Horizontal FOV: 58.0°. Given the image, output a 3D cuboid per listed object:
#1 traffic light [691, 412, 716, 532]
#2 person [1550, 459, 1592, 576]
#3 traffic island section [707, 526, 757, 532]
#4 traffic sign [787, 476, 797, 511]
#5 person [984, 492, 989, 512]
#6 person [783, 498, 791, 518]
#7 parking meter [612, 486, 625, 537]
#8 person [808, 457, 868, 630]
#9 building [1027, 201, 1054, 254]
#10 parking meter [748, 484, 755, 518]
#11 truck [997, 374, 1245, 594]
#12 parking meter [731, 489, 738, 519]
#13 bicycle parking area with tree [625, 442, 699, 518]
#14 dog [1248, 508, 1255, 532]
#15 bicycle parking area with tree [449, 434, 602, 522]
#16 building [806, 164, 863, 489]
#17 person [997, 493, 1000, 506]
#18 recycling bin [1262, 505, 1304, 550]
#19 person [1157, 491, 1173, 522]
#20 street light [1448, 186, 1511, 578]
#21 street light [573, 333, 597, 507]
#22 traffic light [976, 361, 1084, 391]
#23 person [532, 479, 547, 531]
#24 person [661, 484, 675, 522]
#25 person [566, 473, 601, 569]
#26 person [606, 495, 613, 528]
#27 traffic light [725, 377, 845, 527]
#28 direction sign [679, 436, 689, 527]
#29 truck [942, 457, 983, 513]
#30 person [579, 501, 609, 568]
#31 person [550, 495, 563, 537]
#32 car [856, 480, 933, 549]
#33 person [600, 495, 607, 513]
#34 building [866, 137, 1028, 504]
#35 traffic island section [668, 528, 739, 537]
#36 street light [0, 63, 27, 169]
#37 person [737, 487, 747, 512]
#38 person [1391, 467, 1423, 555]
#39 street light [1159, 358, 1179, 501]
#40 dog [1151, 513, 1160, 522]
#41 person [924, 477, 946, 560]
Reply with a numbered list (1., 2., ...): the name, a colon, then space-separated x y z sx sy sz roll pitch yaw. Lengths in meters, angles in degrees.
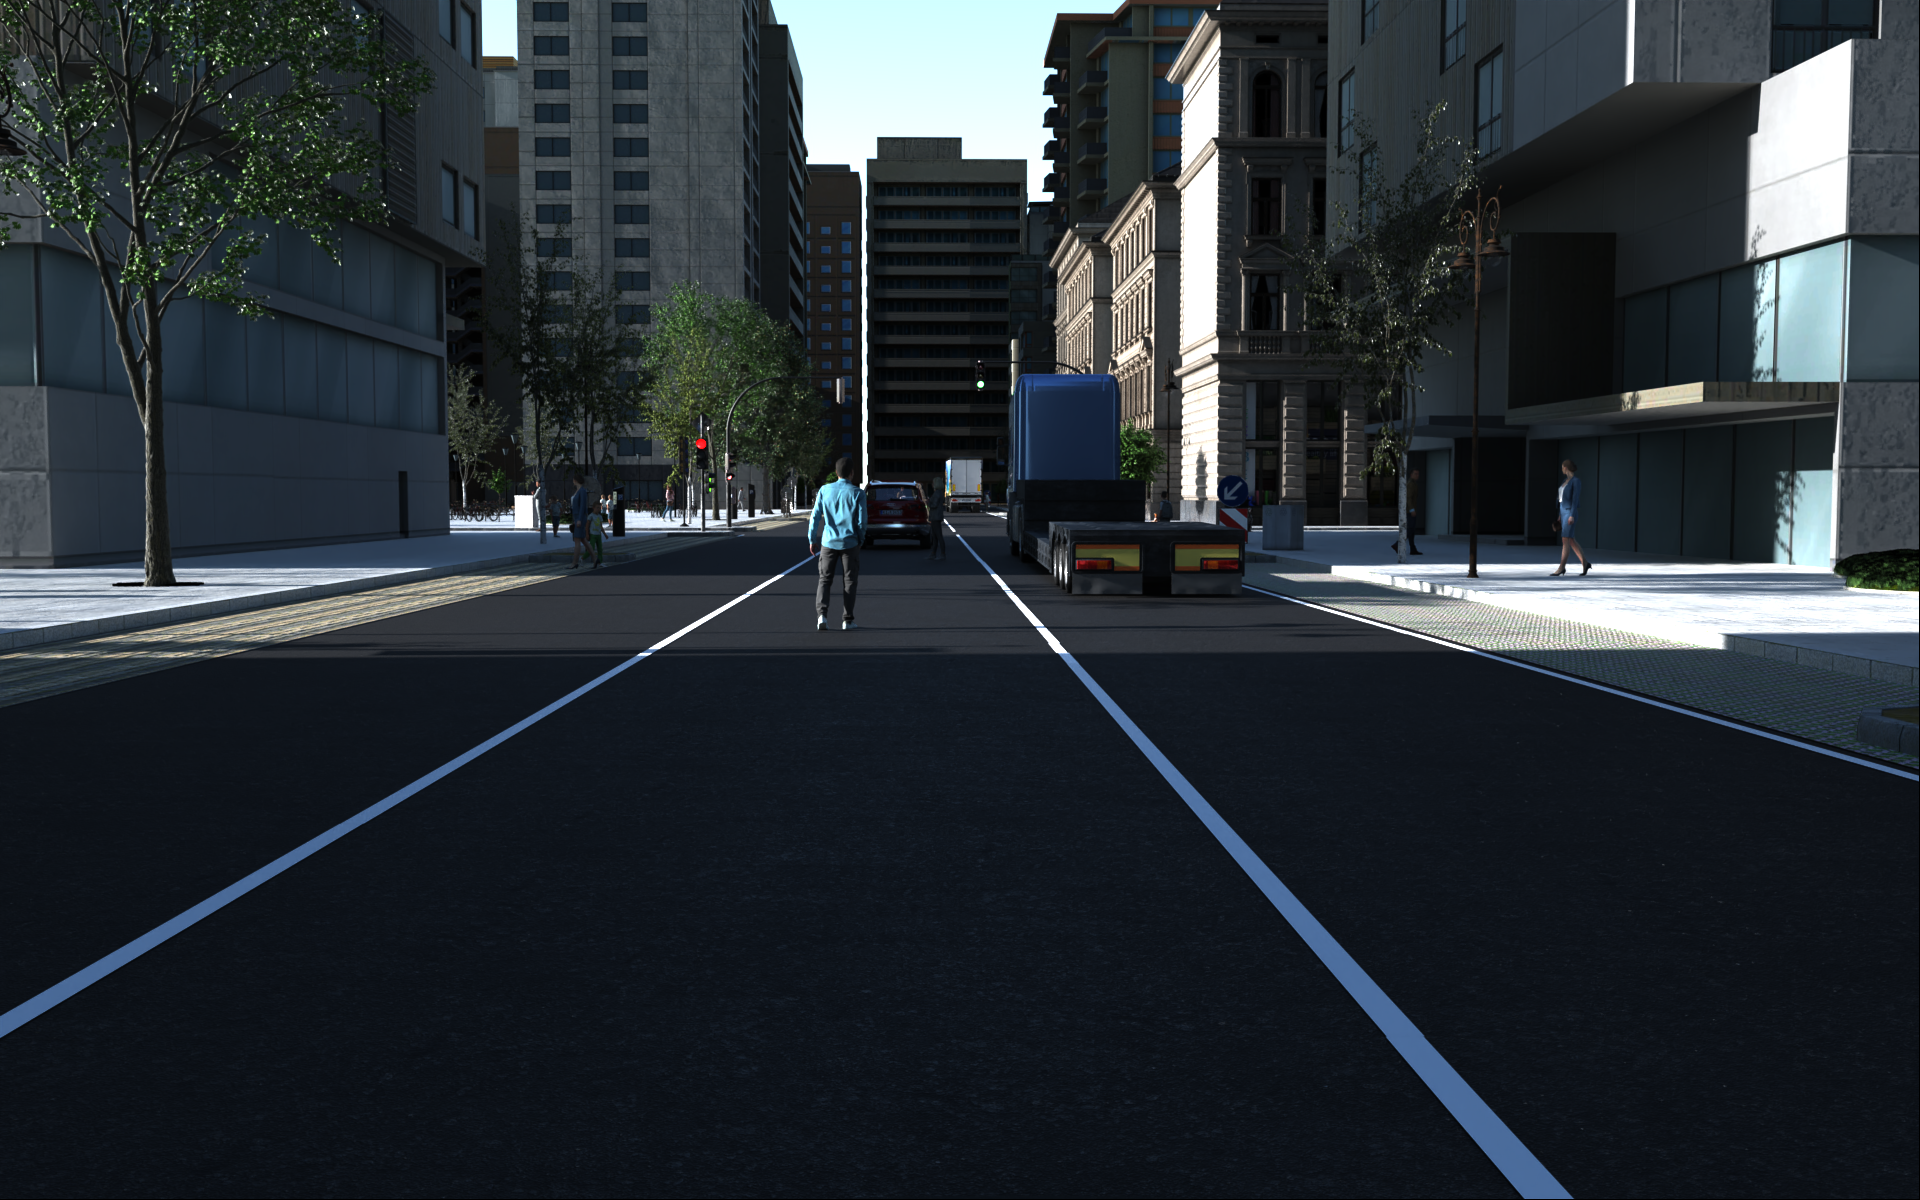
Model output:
1. traffic light: -8.755 -4.289 59.046 0.839 4.253 0.868 0 4 -1
2. person: 9.577 -1.286 27.095 0.654 1.822 0.581 1 4 14
3. traffic island section: -8.974 -2.745 67.163 2.009 0.180 2.903 0 4 -1
4. traffic sign: -12.103 -7.626 124.798 0.768 2.556 0.104 0 4 4
5. person: 2.135 -7.807 137.958 0.330 1.601 0.589 2 4 30
6. person: -10.161 -5.659 101.201 0.709 1.800 0.728 2 4 33
7. parking meter: -10.320 -2.688 52.352 0.372 1.533 0.369 0 3 0
8. person: -1.302 -0.599 18.321 0.660 1.820 0.620 0 4 7
9. building: 15.992 -33.700 234.586 14.086 41.232 14.154 0 4 -1
10. parking meter: -11.398 -5.449 94.810 0.399 1.863 0.255 0 4 -4
11. truck: 2.525 -2.650 33.081 2.967 4.110 18.799 0 4 -1
12. parking meter: -11.527 -4.882 88.235 0.372 1.533 0.369 0 3 0
13. bicycle parking area with tree: -18.248 -6.586 94.685 8.231 4.147 9.016 1 4 9
14. dog: 9.879 -2.727 58.971 0.513 0.831 0.800 2 4 35
15. bicycle parking area with tree: -23.574 -5.890 83.306 8.231 4.147 9.016 2 4 29
16. building: -20.429 -35.711 233.987 14.200 45.320 14.600 0 4 -1
17. person: 4.086 -10.642 183.297 0.557 1.426 1.065 0 4 -7
18. recycling bin: 7.430 -1.668 39.819 0.722 1.027 0.722 3 4 38
19. person: 5.236 -2.048 44.575 0.523 1.515 0.503 1 4 17
20. street light: 7.859 -3.277 26.366 0.468 5.910 1.993 0 4 -1
21. street light: -10.747 -4.710 49.795 0.468 5.910 1.993 0 4 -1
22. traffic light: 2.913 -5.169 59.181 4.771 5.953 1.251 0 4 -1
23. person: -14.480 -3.264 59.586 0.466 1.800 0.511 0 4 -2
24. person: -13.657 -4.550 81.019 0.643 1.750 0.593 0 4 1
25. person: -7.162 -1.487 32.841 0.654 1.822 0.581 0 4 -6
26. person: -13.353 -3.388 66.114 0.332 1.250 0.352 -1 4 -12
27. traffic light: -6.844 -5.654 67.111 4.771 5.953 1.251 0 4 -1
28. direction sign: -10.890 -4.668 68.324 0.379 3.537 0.876 1 4 13
29. truck: 0.205 -9.012 136.251 2.839 4.237 11.283 0 4 -3
30. person: -7.139 -1.284 33.736 0.590 1.304 0.306 1 4 19
31. person: -11.994 -2.491 51.453 0.332 1.250 0.352 1 4 22
32. car: -1.738 -2.341 46.945 2.281 1.827 5.304 0 4 1
33. person: -16.429 -4.219 79.708 0.332 1.250 0.352 -1 4 -20
34. building: -1.940 -37.580 238.136 21.600 48.544 21.300 0 4 -1
35. traffic island section: -8.795 -2.257 59.180 2.009 0.180 2.903 0 4 -1
36. street light: -9.859 -2.719 17.245 0.468 5.910 1.993 0 4 -1
37. person: -16.094 -7.389 127.134 0.850 1.792 0.678 0 4 -5
38. person: 9.445 -1.861 36.386 0.836 1.842 0.656 -1 4 -23
39. street light: 7.091 -5.268 58.919 0.468 5.910 1.993 0 4 -1
40. dog: 9.141 -3.811 80.045 0.550 0.427 0.748 0 4 -6
41. person: -0.564 -1.781 37.810 0.526 1.800 0.537 1 4 10
